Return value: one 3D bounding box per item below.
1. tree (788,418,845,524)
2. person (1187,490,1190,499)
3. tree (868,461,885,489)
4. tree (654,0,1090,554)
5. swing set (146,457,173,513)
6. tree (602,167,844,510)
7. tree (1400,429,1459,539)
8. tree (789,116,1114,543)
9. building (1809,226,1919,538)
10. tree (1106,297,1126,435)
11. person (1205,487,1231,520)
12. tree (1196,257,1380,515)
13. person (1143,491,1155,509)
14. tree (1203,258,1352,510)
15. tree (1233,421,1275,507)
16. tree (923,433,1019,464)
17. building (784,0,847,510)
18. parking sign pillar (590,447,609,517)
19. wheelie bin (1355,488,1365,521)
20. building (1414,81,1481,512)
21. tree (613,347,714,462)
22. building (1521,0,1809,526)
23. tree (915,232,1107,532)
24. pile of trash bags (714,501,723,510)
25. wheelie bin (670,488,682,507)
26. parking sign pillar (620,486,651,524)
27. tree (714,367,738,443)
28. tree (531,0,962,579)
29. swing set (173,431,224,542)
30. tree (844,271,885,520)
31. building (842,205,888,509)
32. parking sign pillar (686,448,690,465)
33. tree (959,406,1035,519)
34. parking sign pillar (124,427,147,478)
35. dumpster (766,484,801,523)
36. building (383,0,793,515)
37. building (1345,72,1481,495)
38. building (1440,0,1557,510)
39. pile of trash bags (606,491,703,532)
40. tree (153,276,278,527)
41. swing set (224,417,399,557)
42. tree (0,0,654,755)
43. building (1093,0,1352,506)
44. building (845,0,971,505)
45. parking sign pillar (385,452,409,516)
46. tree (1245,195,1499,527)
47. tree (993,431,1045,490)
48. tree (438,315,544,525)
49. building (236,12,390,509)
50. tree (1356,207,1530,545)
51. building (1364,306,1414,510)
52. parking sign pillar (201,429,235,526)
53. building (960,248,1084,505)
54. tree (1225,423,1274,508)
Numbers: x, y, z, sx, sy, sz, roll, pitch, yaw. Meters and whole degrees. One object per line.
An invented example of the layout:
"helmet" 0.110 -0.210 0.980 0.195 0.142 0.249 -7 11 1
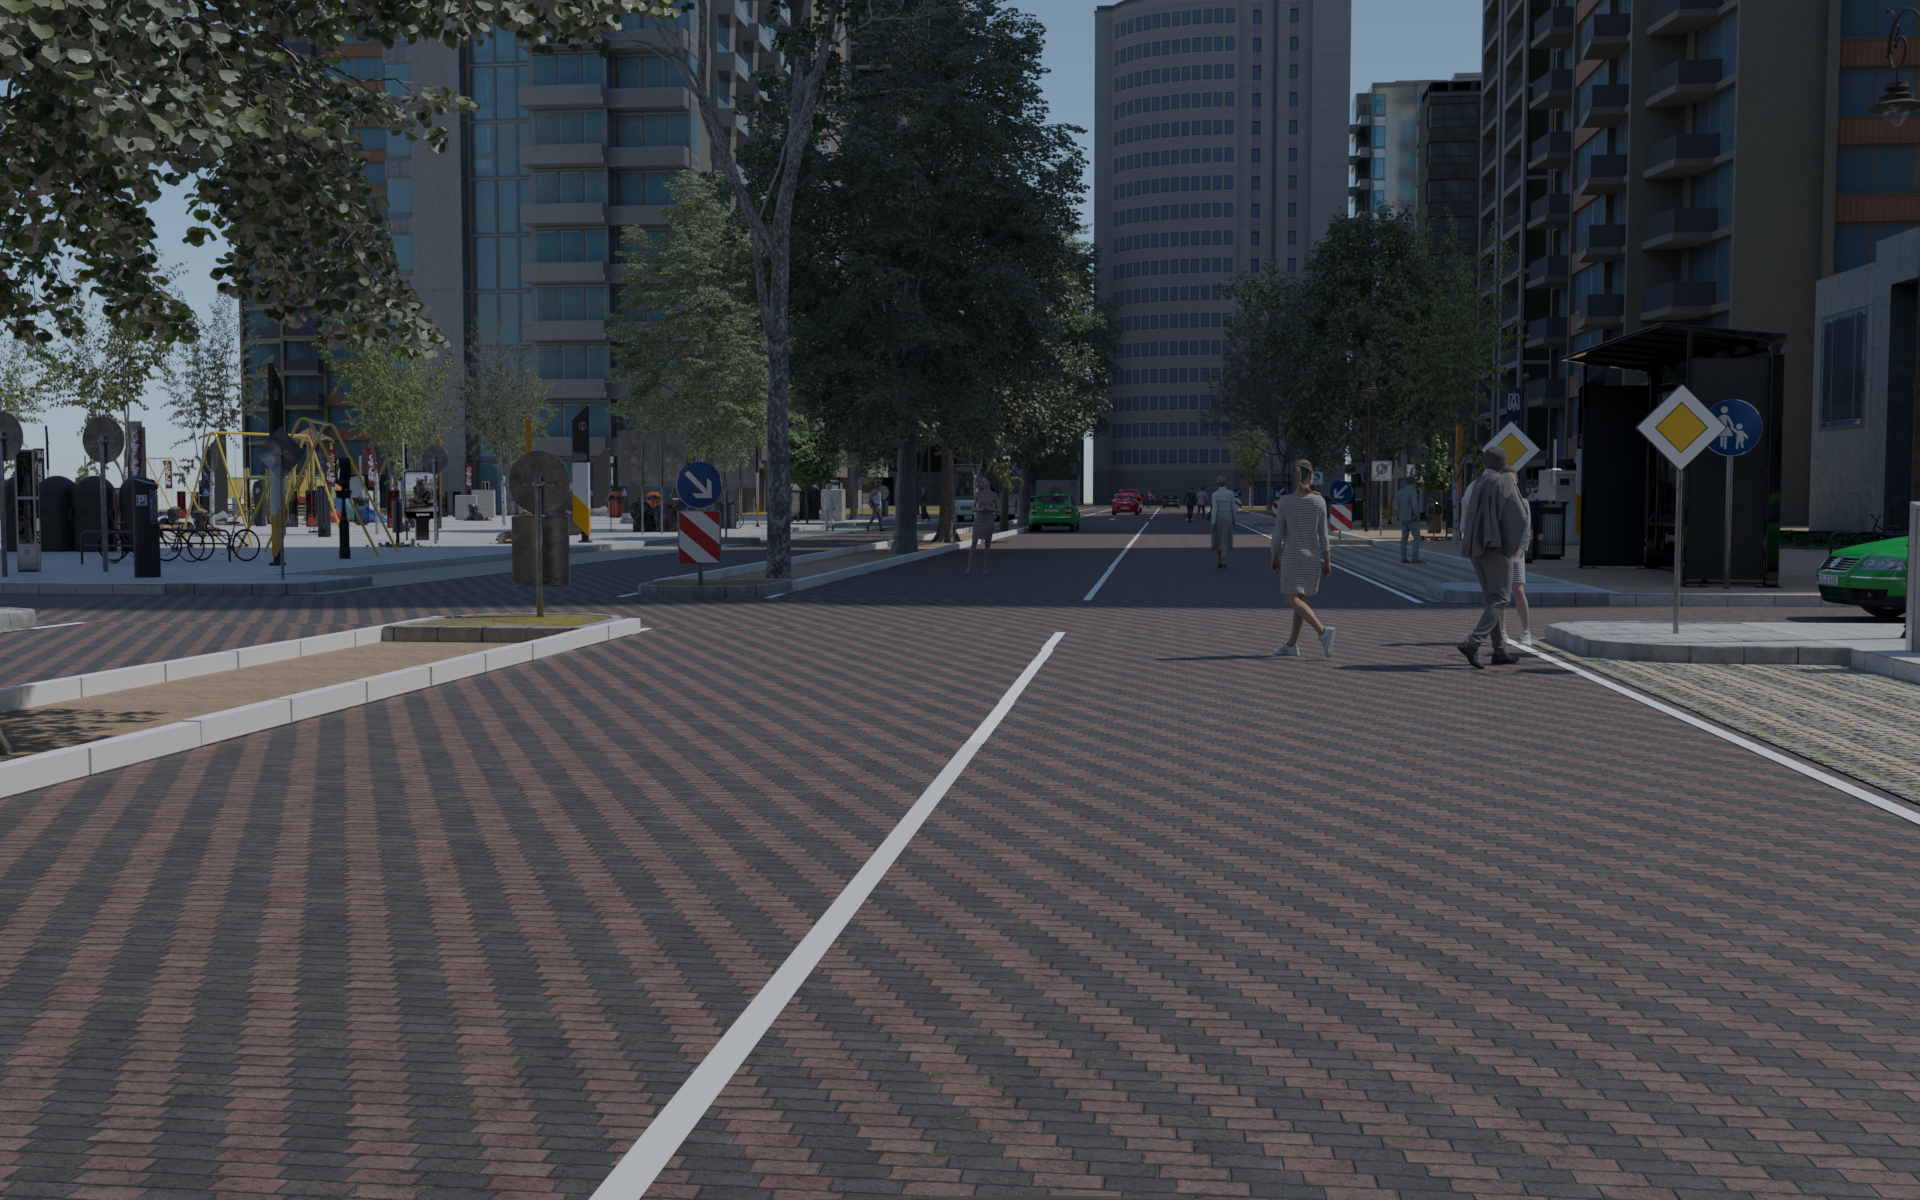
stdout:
"tree" -6.607 -5.555 74.540 4.285 4.588 4.351 0 3 0
"person" 21.170 -9.277 160.199 0.705 1.821 1.348 2 4 28
"tree" -4.281 -8.966 96.958 4.360 8.622 3.978 0 3 0
"tree" -1.321 -8.065 40.970 9.857 13.997 8.962 0 3 0
"swing set" -34.462 -4.706 74.567 3.119 2.851 2.862 3 5 43
"tree" -8.889 -8.750 61.188 7.486 12.596 7.792 0 3 0
"tree" 13.887 -3.409 50.344 1.663 3.219 1.824 0 3 0
"tree" -0.374 -8.032 50.781 9.611 12.733 9.660 0 3 0
"building" 38.529 -44.380 38.292 31.000 86.520 22.319 0 4 7
"tree" 2.810 -10.206 75.973 9.857 13.997 8.962 0 3 0
"person" 14.113 -5.214 93.971 1.509 1.804 0.699 1 4 14
"tree" 18.154 -10.912 88.774 12.009 13.543 11.850 0 3 0
"person" 18.358 -9.736 168.408 1.217 1.743 0.721 0 4 -2
"tree" 25.453 -17.197 137.055 12.611 20.169 13.585 0 3 0
"tree" 28.266 -13.275 167.403 4.360 8.622 3.978 0 3 0
"tree" 1.920 -14.218 142.839 12.009 13.543 11.850 0 3 0
"building" -17.301 -29.968 140.095 14.600 45.320 14.200 0 4 7
"parking sign pillar" -20.791 -6.798 99.616 1.447 3.967 1.447 2 4 30
"wheelie bin" 19.088 -4.622 83.486 0.980 1.594 0.693 0 4 5
"building" 39.638 -21.557 124.162 14.160 30.474 14.107 0 4 7
"tree" -15.120 -8.211 84.612 4.360 8.622 3.978 0 3 0
"building" 39.114 -26.053 80.585 22.147 44.769 28.867 0 4 7
"tree" 1.783 -8.417 65.836 9.928 11.665 9.643 0 3 0
"pile of trash bags" -11.441 -3.852 72.726 3.447 1.369 1.912 0 4 -7
"wheelie bin" -14.839 -5.106 91.389 0.980 1.594 0.693 1 4 12
"parking sign pillar" -14.035 -5.295 75.045 1.447 3.967 1.447 3 4 38
"tree" -13.964 -8.830 94.726 4.360 8.622 3.978 0 3 0
"tree" -4.175 -10.482 29.731 12.611 20.169 13.585 0 3 0
"swing set" -17.862 -2.872 44.582 2.862 2.851 3.119 2 4 30
"tree" -5.309 -10.258 85.840 7.486 12.596 7.792 0 3 0
"building" -14.145 -23.772 160.376 14.107 30.474 14.160 0 4 7
"parking sign pillar" -15.954 -6.891 101.144 1.447 3.967 1.447 -1 4 -10
"tree" 0.565 -6.470 58.603 4.737 8.622 4.395 0 3 0
"parking sign pillar" -32.750 -4.913 68.800 1.447 3.967 1.447 0 4 -6
"dumpster" -7.958 -4.426 78.121 1.264 1.857 1.865 0 4 7
"building" -24.188 -30.505 118.366 23.786 49.044 30.456 0 4 7
"building" 59.084 -35.472 199.572 30.456 49.044 23.786 0 4 7
"building" 41.831 -40.792 105.200 20.563 71.187 20.611 0 4 7
"pile of trash bags" -10.723 -3.033 59.339 3.447 1.369 1.912 2 4 29
"tree" -25.524 -6.648 59.061 4.360 8.622 3.978 0 3 0
"swing set" -13.600 -2.387 36.642 2.862 2.851 3.119 -1 4 -10
"tree" -5.546 -6.110 9.010 9.857 13.997 8.962 0 3 0
"building" 29.767 -40.318 201.190 28.212 58.520 21.231 0 4 7
"building" -10.008 -46.921 205.404 20.611 71.187 20.563 0 4 7
"parking sign pillar" -33.205 -6.960 102.273 1.447 3.967 1.447 -1 4 -19
"tree" 15.942 -9.177 67.060 9.611 12.733 9.660 0 3 0
"tree" 3.161 -7.983 83.341 4.360 8.622 3.978 0 3 0
"tree" -18.722 -7.335 70.294 4.360 8.622 3.978 0 3 0
"building" -50.193 -30.904 159.902 28.867 44.769 22.147 0 4 7
"tree" 12.390 -5.703 43.602 4.737 8.622 4.395 0 3 0
"building" 49.709 -18.386 145.652 27.650 21.520 28.899 0 4 7
"parking sign pillar" -30.629 -5.057 71.149 1.447 3.967 1.447 0 4 6
"building" 7.345 -26.351 202.532 14.107 30.474 14.160 0 4 7
"tree" 26.723 -12.789 159.462 4.737 8.622 4.395 0 3 0
